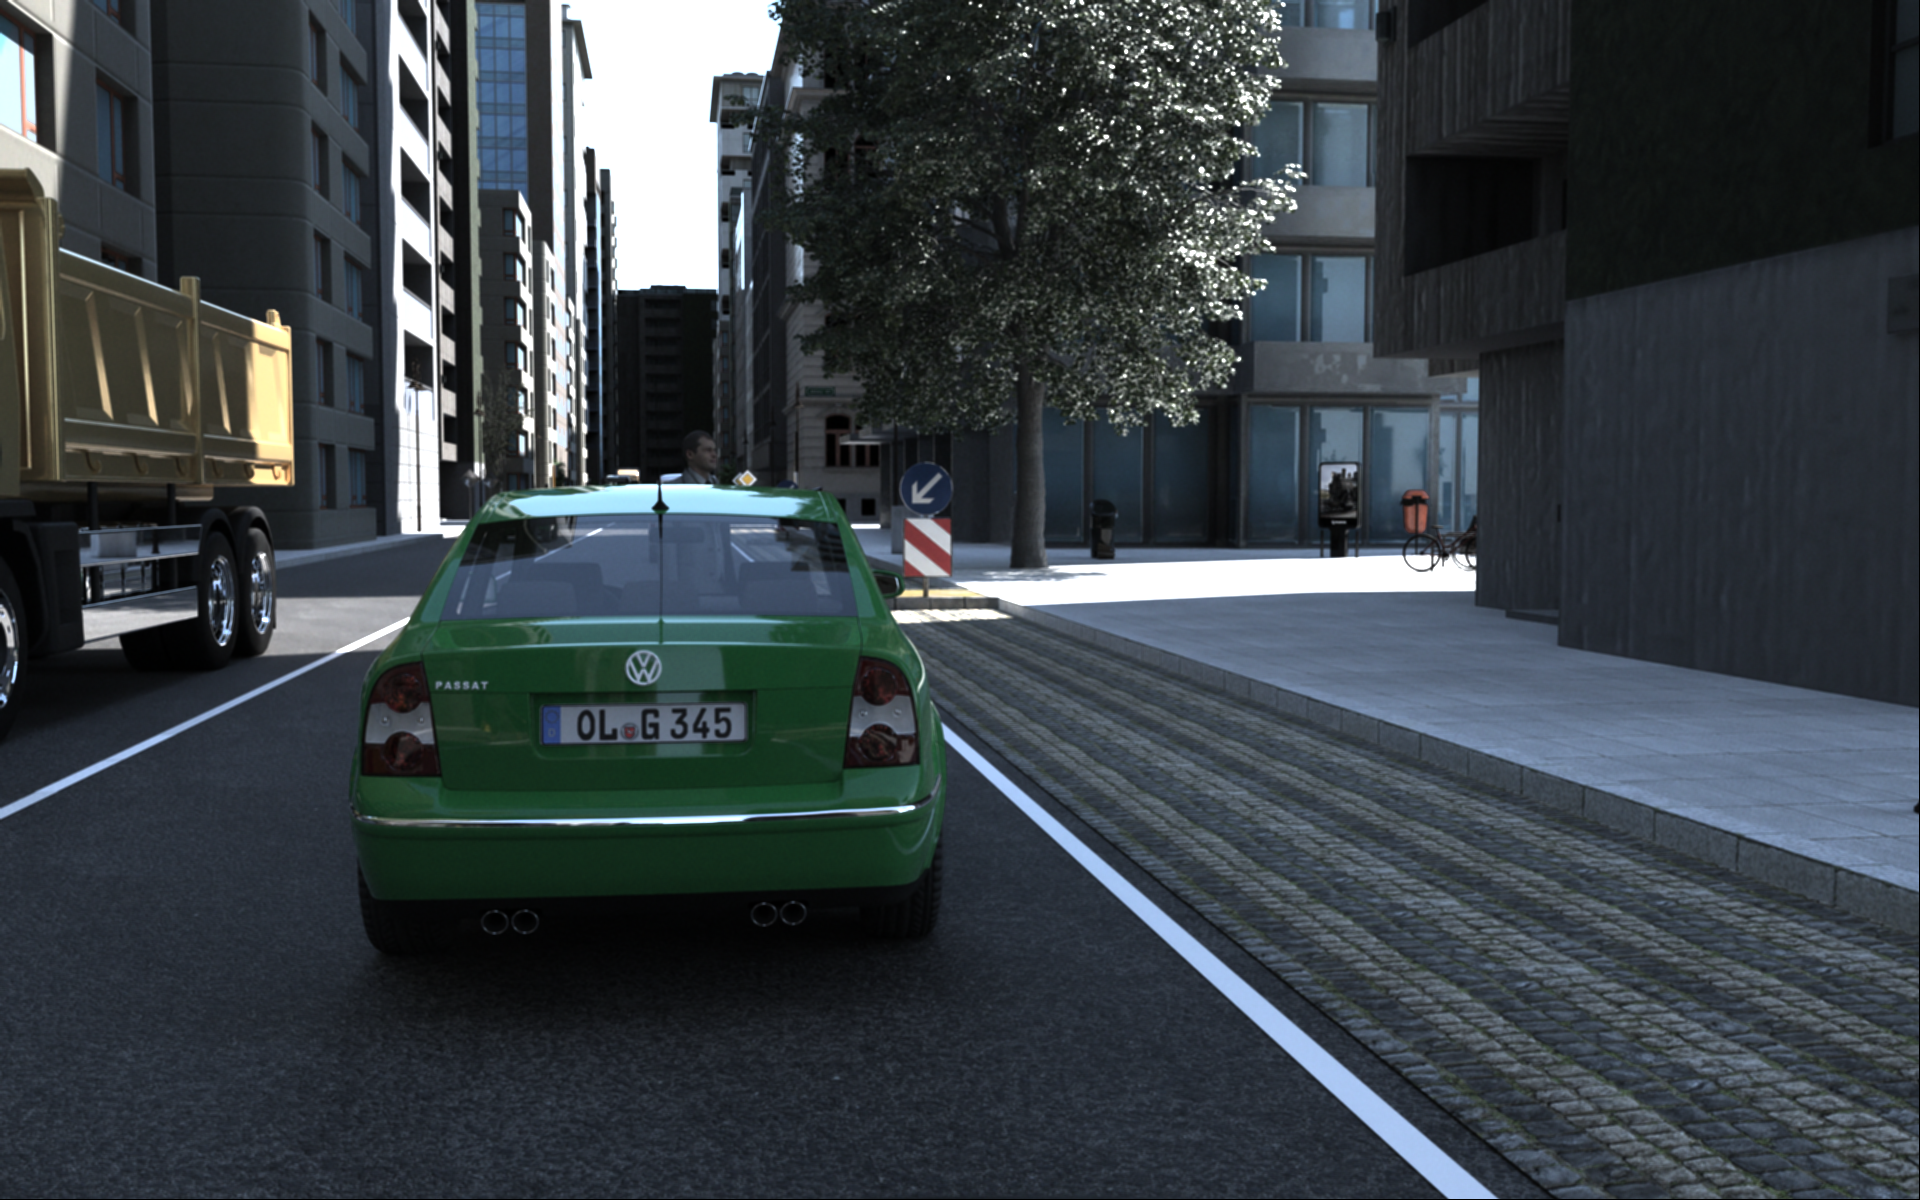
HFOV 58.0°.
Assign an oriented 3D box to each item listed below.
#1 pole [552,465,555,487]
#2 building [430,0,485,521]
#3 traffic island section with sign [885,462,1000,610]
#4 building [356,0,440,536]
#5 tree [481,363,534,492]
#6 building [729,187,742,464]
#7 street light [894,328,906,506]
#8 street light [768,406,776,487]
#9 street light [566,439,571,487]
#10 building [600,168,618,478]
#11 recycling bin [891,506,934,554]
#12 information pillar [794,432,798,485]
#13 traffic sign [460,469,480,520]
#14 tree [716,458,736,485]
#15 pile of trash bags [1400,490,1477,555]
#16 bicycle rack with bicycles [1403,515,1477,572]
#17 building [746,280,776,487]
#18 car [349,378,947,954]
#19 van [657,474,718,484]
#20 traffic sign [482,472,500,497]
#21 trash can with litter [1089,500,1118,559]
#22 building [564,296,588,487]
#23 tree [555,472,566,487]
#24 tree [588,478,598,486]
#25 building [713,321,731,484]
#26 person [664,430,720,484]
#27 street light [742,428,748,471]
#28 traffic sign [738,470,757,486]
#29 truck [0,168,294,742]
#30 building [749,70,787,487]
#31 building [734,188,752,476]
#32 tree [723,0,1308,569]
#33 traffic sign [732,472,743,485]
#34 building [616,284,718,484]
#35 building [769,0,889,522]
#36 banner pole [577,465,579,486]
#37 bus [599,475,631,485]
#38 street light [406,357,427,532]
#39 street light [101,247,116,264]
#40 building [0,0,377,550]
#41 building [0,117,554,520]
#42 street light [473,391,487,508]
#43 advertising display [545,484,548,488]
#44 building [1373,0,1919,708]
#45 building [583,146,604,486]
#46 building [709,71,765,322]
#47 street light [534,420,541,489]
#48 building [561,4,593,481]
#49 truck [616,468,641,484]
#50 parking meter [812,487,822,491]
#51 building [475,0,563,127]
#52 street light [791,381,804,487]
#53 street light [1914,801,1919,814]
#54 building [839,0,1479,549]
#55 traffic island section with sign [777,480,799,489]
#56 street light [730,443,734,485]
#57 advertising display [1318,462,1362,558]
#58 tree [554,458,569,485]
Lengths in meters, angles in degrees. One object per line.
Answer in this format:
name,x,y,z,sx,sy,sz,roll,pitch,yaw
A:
pole,-28.697,-7.861,122.373,0.158,3.312,0.155,0,3,0
building,-30.777,-18.997,82.302,14.160,30.474,14.107,-1,4,-9
traffic island section with sign,-0.641,-0.830,22.205,1.989,1.847,2.006,-1,4,-9
building,-32.804,-31.509,57.178,28.212,58.520,21.231,-1,4,-9
tree,-25.810,-8.934,96.438,4.360,8.622,3.978,0,3,0
building,-15.099,-24.139,166.380,14.160,30.474,14.107,-1,4,-9
street light,-1.451,-4.064,39.227,0.468,5.910,1.993,-1,4,-9
street light,-9.713,-7.152,89.726,0.468,5.910,1.993,-1,4,-9
street light,-31.816,-10.274,140.774,0.468,5.910,1.993,-1,4,-9
building,-59.105,-37.874,242.945,21.600,48.544,21.300,-1,4,-9
recycling bin,-1.019,-1.509,37.231,0.722,1.027,0.722,1,4,22
information pillar,-6.175,-4.517,65.200,0.183,3.616,0.504,-1,4,-15
traffic sign,-19.626,-4.022,69.407,0.795,2.450,0.064,-1,4,-9
tree,-20.364,-10.558,156.343,4.285,4.588,4.351,0,3,0
pile of trash bags,11.038,-1.636,36.496,3.447,1.369,1.912,0,4,8
bicycle rack with bicycles,9.081,-0.959,29.062,2.925,0.926,2.852,1,4,22
building,-9.994,-16.606,126.261,10.420,20.320,16.860,-1,4,-9
car,-1.132,0.119,6.850,1.959,1.807,4.718,0,4,-7
van,-5.903,-1.878,37.718,2.013,2.044,4.112,-1,4,-8
traffic sign,-20.921,-4.504,77.287,0.795,2.450,0.064,-1,4,-9
trash can with litter,2.913,-1.409,34.422,0.624,1.170,1.055,0,4,-5
building,-50.114,-19.477,163.490,27.650,21.520,28.899,-1,4,-9
tree,-30.409,-8.219,128.984,1.663,3.219,1.824,0,3,0
tree,-44.556,-13.283,211.780,1.663,3.219,1.824,0,3,0
building,-12.664,-21.045,189.131,27.650,21.520,28.899,-1,4,-9
person,-1.551,-0.109,10.376,0.767,1.812,0.694,2,4,29
street light,-14.986,-9.075,121.159,0.468,5.910,1.993,-1,4,-9
traffic sign,-8.724,-4.130,71.172,0.795,2.450,0.064,-1,4,-9
truck,-6.944,-0.959,11.602,3.469,3.379,9.791,0,4,-8
building,-5.126,-19.085,105.554,14.314,27.812,24.014,-1,4,-9
building,-12.373,-19.976,144.637,12.078,24.808,19.932,-1,4,-9
tree,1.090,-7.527,29.729,9.857,13.997,8.962,0,3,0
traffic sign,-10.019,-4.612,79.052,0.795,2.450,0.064,-1,4,-9
building,-40.781,-28.770,242.088,14.107,30.474,14.160,-1,4,-9
building,2.699,-18.328,87.057,23.554,28.519,14.401,-1,4,-9
banner pole,-32.533,-9.641,147.650,0.401,3.779,0.863,-1,4,-15
bus,-32.842,-10.452,165.745,2.948,3.499,13.247,-1,4,-10
street light,-18.288,-5.237,58.415,0.468,5.910,1.993,-1,4,-9
street light,-13.124,-3.314,26.965,0.468,5.910,1.993,-1,4,-9
building,-27.627,-11.394,31.336,27.650,21.520,28.899,-1,4,-9
building,-41.008,-16.251,110.741,27.650,21.520,28.899,-1,4,-9
street light,-21.431,-6.397,77.378,0.468,5.910,1.993,-1,4,-9
advertising display,-26.053,-6.358,109.171,0.123,1.923,0.974,-1,4,-18
building,11.632,-14.996,16.893,14.160,30.474,14.107,-1,4,-9
building,-52.579,-34.726,217.881,14.200,45.320,14.600,-1,4,-9
building,-16.418,-38.355,216.337,28.713,52.752,27.495,-1,4,-9
street light,-26.508,-8.321,108.843,0.468,5.910,1.993,-1,4,-9
building,-55.167,-36.758,190.230,28.713,52.752,27.495,-1,4,-9
truck,-35.960,-12.157,187.674,2.839,4.237,11.283,-1,4,-10
parking meter,-5.018,-3.202,60.758,0.372,1.533,0.369,0,3,0
building,-39.494,-29.972,140.151,14.600,45.320,14.200,-1,4,-9
street light,-6.659,-6.013,71.106,0.468,5.910,1.993,-1,4,-9
street light,3.935,-2.079,6.780,0.468,5.910,1.993,-1,4,-9
building,8.828,-26.527,53.322,23.786,49.044,30.456,-1,4,-9
traffic island section with sign,-5.012,-2.457,48.805,1.989,1.847,2.006,-1,4,-9
street light,-20.122,-11.017,152.915,0.468,5.910,1.993,-1,4,-9
advertising display,7.684,-1.825,35.053,0.123,1.923,0.974,-3,5,-42
tree,-31.618,-9.122,132.864,4.285,4.588,4.351,0,3,0
